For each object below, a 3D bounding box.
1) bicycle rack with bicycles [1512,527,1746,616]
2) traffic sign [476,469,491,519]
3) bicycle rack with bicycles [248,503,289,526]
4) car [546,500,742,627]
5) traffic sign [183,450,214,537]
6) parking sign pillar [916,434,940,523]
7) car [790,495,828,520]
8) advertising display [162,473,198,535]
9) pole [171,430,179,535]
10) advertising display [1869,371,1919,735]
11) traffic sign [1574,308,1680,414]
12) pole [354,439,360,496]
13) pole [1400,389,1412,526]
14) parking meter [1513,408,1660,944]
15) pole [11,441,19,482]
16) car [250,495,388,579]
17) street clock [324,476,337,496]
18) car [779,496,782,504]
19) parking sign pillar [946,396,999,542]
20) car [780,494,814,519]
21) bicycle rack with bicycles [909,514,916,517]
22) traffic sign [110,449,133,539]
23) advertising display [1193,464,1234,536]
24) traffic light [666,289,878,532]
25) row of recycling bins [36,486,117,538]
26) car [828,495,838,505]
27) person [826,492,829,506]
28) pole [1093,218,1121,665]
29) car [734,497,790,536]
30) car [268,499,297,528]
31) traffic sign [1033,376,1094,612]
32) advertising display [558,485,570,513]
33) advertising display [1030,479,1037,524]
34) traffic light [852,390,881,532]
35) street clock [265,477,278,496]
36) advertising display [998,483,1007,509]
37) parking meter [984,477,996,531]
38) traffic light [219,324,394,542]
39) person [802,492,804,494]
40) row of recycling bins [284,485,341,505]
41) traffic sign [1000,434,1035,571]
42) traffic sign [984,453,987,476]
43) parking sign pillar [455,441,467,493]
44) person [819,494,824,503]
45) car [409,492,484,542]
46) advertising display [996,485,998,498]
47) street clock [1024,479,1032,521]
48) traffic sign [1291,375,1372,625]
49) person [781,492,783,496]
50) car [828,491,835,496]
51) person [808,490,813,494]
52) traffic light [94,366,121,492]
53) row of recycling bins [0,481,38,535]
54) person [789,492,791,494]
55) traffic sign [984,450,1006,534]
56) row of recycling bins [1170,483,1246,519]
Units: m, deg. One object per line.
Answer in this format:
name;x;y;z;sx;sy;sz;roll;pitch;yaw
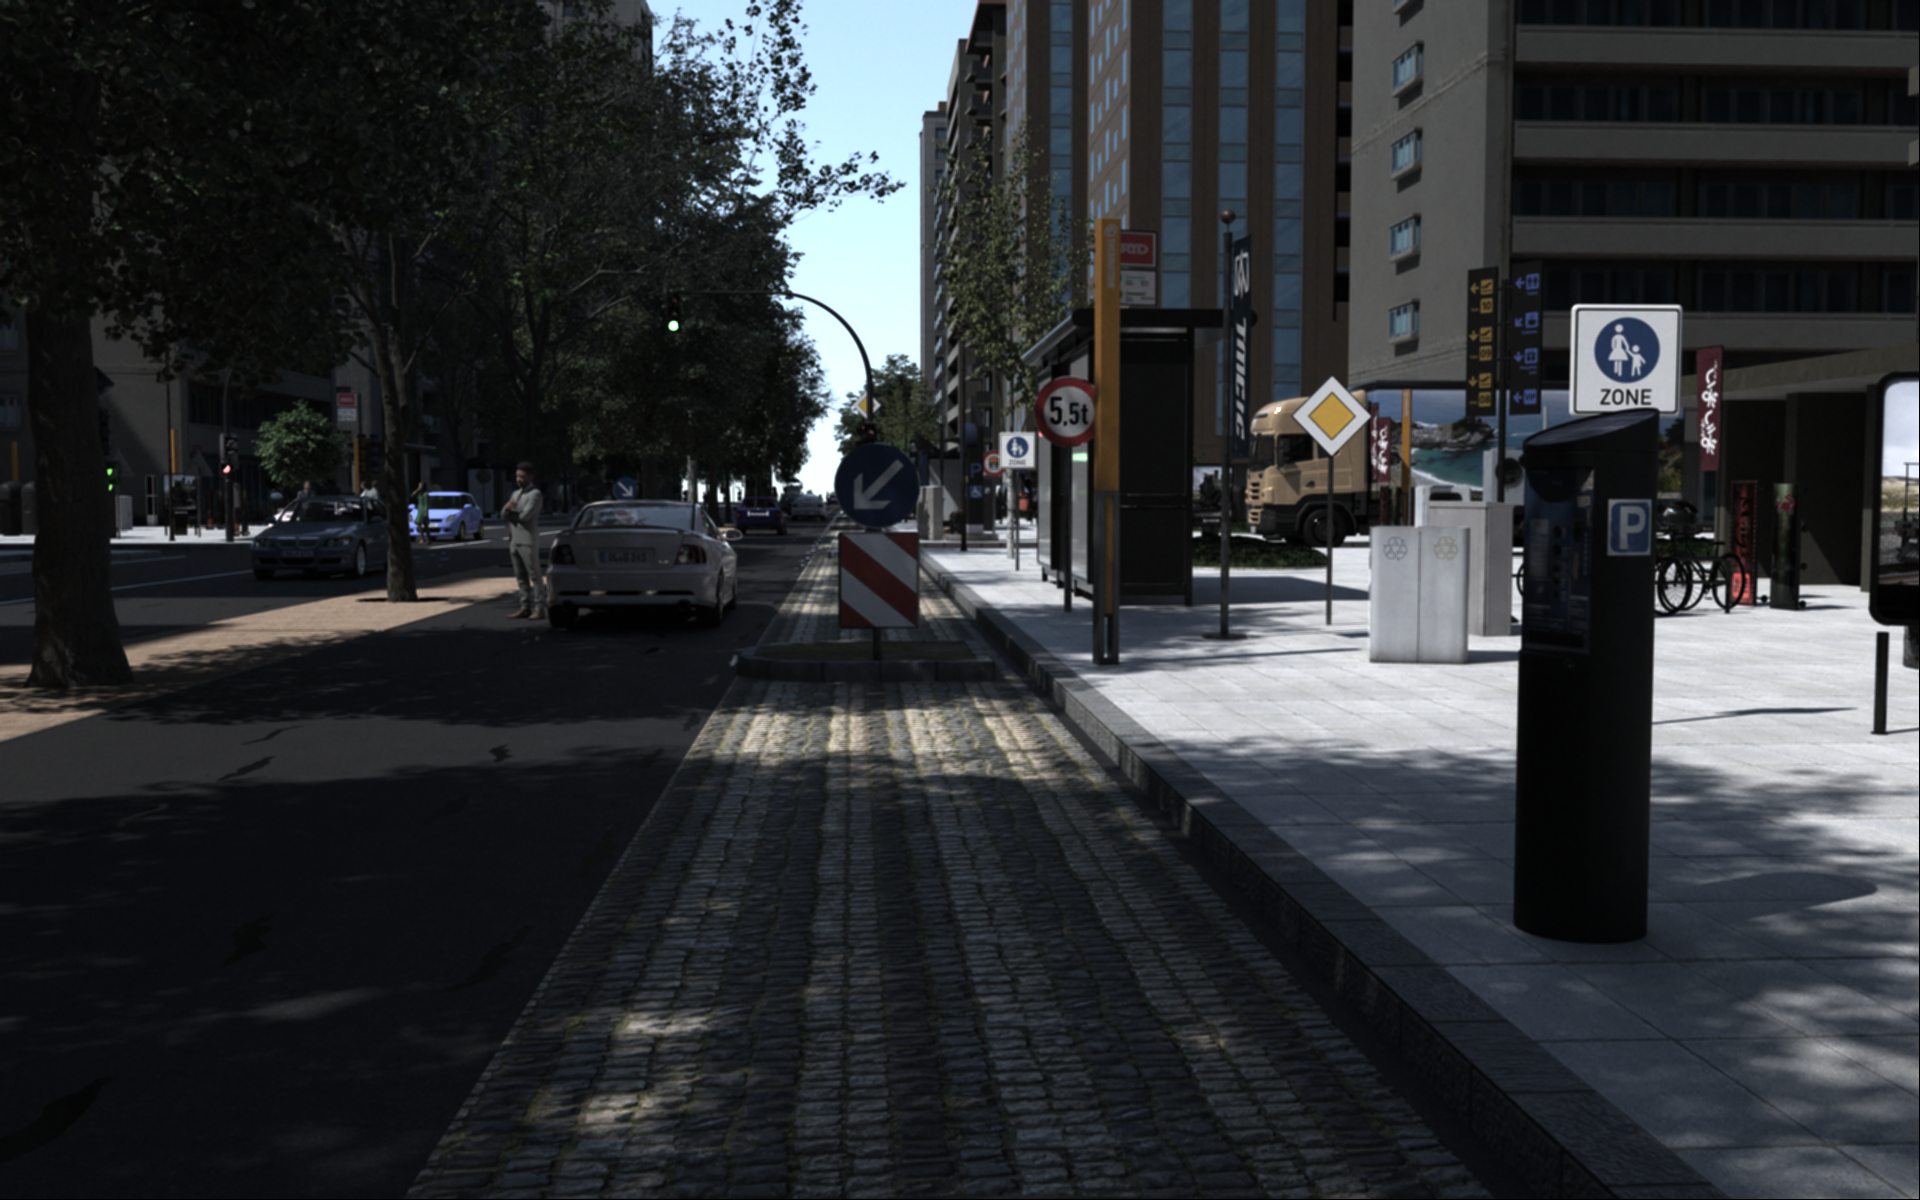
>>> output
bicycle rack with bicycles;7.354;-0.350;19.103;2.925;0.926;2.852;-1;4;-13
traffic sign;-24.148;-5.365;87.828;0.768;2.556;0.104;0;4;-2
bicycle rack with bicycles;-27.994;-3.486;70.385;2.852;0.926;2.925;0;4;6
car;-3.606;-0.473;20.102;2.083;1.381;4.827;0;4;-4
traffic sign;-22.560;-3.138;51.312;0.884;2.594;0.081;0;4;-3
parking sign pillar;-1.239;-5.433;77.304;1.447;3.967;1.447;-1;4;-17
car;-8.354;-5.093;95.627;2.083;1.381;4.827;0;4;-4
advertising display;-24.236;-2.973;53.830;0.974;1.923;0.123;-2;4;-24
pole;-24.809;-3.728;54.798;0.158;3.312;0.155;0;3;0
advertising display;5.267;-0.230;8.969;0.974;1.923;0.123;2;4;34
traffic sign;3.601;-0.448;9.448;0.606;2.300;0.079;0;4;-3
pole;-22.306;-4.294;64.055;0.158;3.312;0.155;0;3;0
pole;8.708;-2.445;33.812;0.158;3.312;0.155;0;3;0
parking meter;1.830;0.204;5.073;0.372;1.533;0.369;0;3;0
pole;-36.658;-4.488;67.224;0.158;3.312;0.155;0;3;0
car;-11.152;-1.149;30.785;2.014;1.417;4.499;0;4;-5
street clock;-25.423;-4.001;69.978;0.471;2.002;0.358;-1;4;-9
car;-25.325;-14.626;251.720;1.945;1.354;3.894;0;4;-2
parking sign pillar;0.337;-3.594;47.239;1.447;3.967;1.447;-1;4;-9
car;-9.526;-5.494;101.633;2.131;1.459;4.920;0;4;-3
bicycle rack with bicycles;-2.743;-5.030;95.630;2.852;0.926;2.925;-1;4;-16
traffic sign;-24.022;-3.022;49.410;0.884;2.594;0.081;0;4;1
advertising display;5.377;-1.958;37.224;0.974;1.923;0.123;0;4;-2
traffic light;-4.134;-3.924;38.822;4.771;5.953;1.251;0;4;-4
row of recycling bins;-25.909;-2.689;51.085;3.534;1.692;1.069;3;5;42
car;-16.356;-12.998;225.100;1.945;1.354;3.894;0;4;-5
person;-15.847;-12.033;205.957;0.721;1.735;1.217;0;4;-1
pole;1.098;-1.169;12.952;0.158;3.312;0.155;0;3;0
car;-6.939;-2.927;60.429;1.945;1.354;3.894;0;4;-4
car;-19.687;-2.492;53.103;2.083;1.381;4.827;0;4;-4
traffic sign;1.177;-1.143;18.797;0.768;2.556;0.104;0;4;1
advertising display;-27.338;-6.988;119.459;0.123;1.923;0.974;2;4;35
advertising display;3.410;-4.165;73.313;0.974;1.923;0.123;-2;4;-28
traffic light;-2.546;-3.556;47.061;0.839;4.253;0.868;0;4;-4
street clock;-29.582;-4.276;74.489;0.358;2.002;0.471;2;4;35
advertising display;2.663;-5.797;99.991;0.123;1.923;0.974;3;4;38
parking meter;1.005;-3.305;59.744;0.399;1.863;0.255;1;4;23
traffic light;-17.341;-4.373;46.168;4.771;5.953;1.251;0;4;-4
person;-20.792;-13.423;228.692;1.217;1.736;0.721;0;4;6
row of recycling bins;-28.324;-4.213;76.000;1.069;1.692;3.534;1;4;14
traffic sign;0.959;-1.636;28.876;0.606;2.300;0.079;0;4;6
traffic sign;0.574;-3.204;52.484;0.768;2.556;0.104;0;4;4
parking sign pillar;-25.629;-6.145;88.936;1.447;3.967;1.447;-1;4;-22
person;-10.802;-7.469;133.885;0.557;1.426;1.065;-3;4;-39
car;-15.864;-2.672;53.275;1.945;1.707;3.694;0;4;-2
advertising display;2.746;-7.019;119.970;0.123;1.923;0.974;-2;4;-25
street clock;3.291;-4.738;82.030;0.358;2.002;0.471;-3;5;-40
traffic sign;3.609;-0.961;16.892;0.795;2.450;0.064;0;4;-3
person;-28.421;-16.314;275.951;1.217;1.735;0.721;-3;4;-38
car;-17.394;-14.364;243.526;2.281;1.827;5.304;0;4;-2
person;-12.572;-8.389;145.757;1.348;1.812;0.705;0;4;6
traffic light;-18.930;-3.004;38.035;0.839;4.253;0.868;0;4;-4
row of recycling bins;-29.533;-2.919;54.841;3.534;1.692;1.069;1;4;12
person;-22.349;-13.323;227.042;1.217;1.736;0.721;-3;5;-42
traffic sign;0.985;-3.066;50.238;0.768;2.556;0.104;0;4;1
row of recycling bins;9.354;-3.570;65.477;3.534;1.692;1.069;-2;4;-35
